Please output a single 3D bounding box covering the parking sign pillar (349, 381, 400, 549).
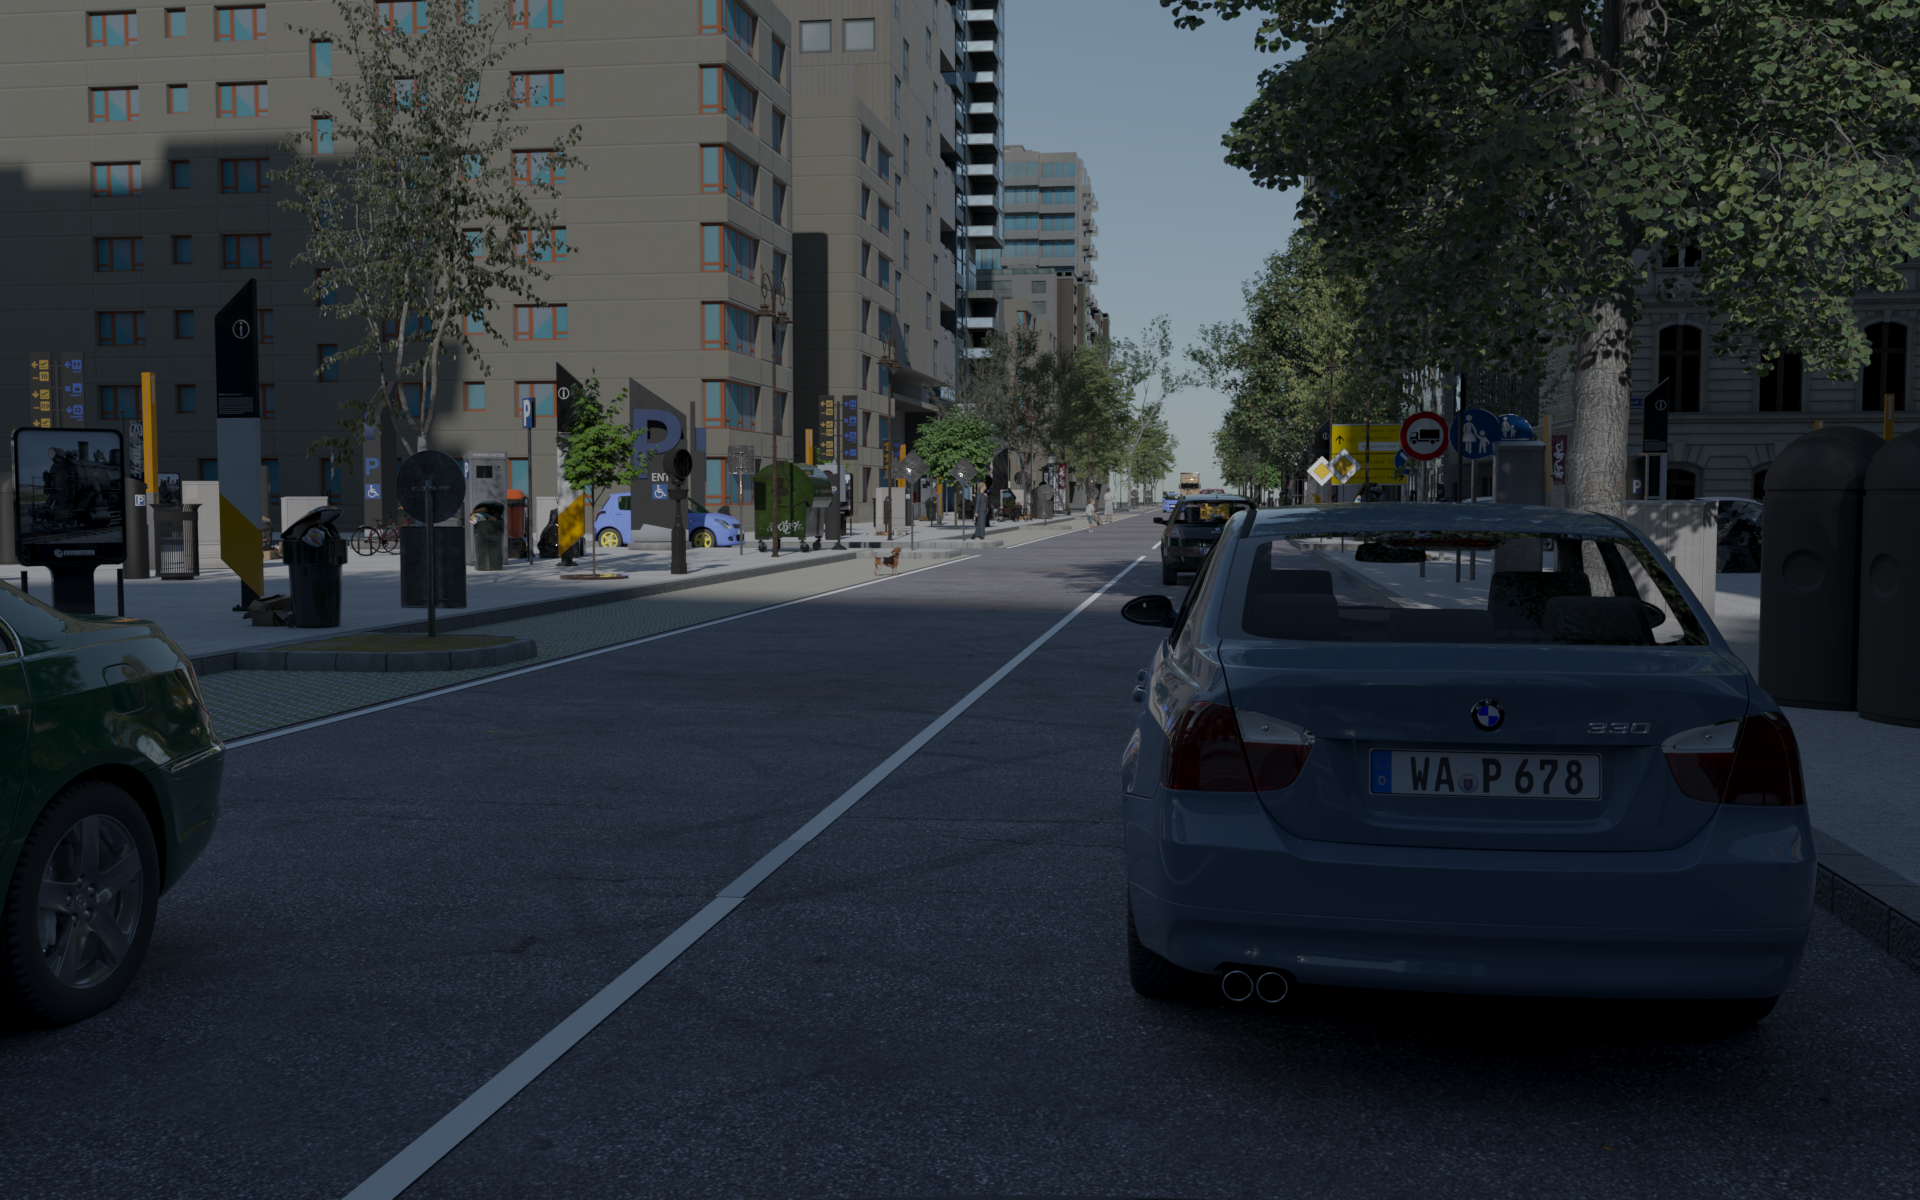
[{"bbox_3d":[-13.611,-3.192,40.666,1.447,3.967,1.447,0,4,-2],"label":"parking sign pillar"}]

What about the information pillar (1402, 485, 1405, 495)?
[{"bbox_3d":[21.993,-5.781,85.876,0.183,3.616,0.504,0,4,3],"label":"information pillar"}]

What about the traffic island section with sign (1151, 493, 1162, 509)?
[{"bbox_3d":[18.780,-10.002,172.155,1.989,1.847,2.006,1,4,8],"label":"traffic island section with sign"}]

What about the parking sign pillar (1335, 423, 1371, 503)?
[{"bbox_3d":[14.536,-4.616,63.946,1.447,3.967,1.447,1,4,14],"label":"parking sign pillar"}]

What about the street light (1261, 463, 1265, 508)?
[{"bbox_3d":[21.918,-9.358,125.794,0.468,5.910,1.993,1,4,8],"label":"street light"}]

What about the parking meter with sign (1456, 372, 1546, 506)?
[{"bbox_3d":[8.025,-1.748,24.842,1.738,3.016,0.543,1,4,10],"label":"parking meter with sign"}]

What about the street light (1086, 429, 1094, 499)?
[{"bbox_3d":[9.458,-9.206,123.307,0.468,5.910,1.993,1,4,8],"label":"street light"}]

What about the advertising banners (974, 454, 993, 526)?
[{"bbox_3d":[1.004,-4.559,70.727,0.090,3.025,2.074,2,4,24],"label":"advertising banners"}]

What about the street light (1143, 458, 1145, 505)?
[{"bbox_3d":[21.847,-14.257,205.890,0.468,5.910,1.993,1,4,8],"label":"street light"}]

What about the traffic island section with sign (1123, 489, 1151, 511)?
[{"bbox_3d":[14.662,-8.320,144.656,1.989,1.847,2.006,1,4,8],"label":"traffic island section with sign"}]

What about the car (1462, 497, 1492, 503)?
[{"bbox_3d":[12.334,-1.773,41.350,4.827,1.381,2.083,0,4,8],"label":"car"}]

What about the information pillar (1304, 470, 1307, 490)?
[{"bbox_3d":[23.788,-7.850,119.703,0.183,3.616,0.504,-2,4,-27],"label":"information pillar"}]

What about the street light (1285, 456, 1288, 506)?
[{"bbox_3d":[15.817,-6.790,83.803,0.468,5.910,1.993,1,4,8],"label":"street light"}]

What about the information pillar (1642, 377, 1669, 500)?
[{"bbox_3d":[14.003,-2.663,34.897,0.504,3.616,0.183,1,4,8],"label":"information pillar"}]

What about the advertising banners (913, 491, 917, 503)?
[{"bbox_3d":[-2.459,-5.800,91.025,2.074,3.025,0.090,1,4,18],"label":"advertising banners"}]

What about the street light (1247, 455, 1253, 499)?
[{"bbox_3d":[27.078,-11.473,160.373,0.468,5.910,1.993,1,4,8],"label":"street light"}]

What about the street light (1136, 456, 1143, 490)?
[{"bbox_3d":[19.808,-13.485,193.261,0.468,5.910,1.993,1,4,8],"label":"street light"}]

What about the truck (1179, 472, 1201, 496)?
[{"bbox_3d":[30.106,-14.549,226.787,2.839,4.237,11.283,0,4,8],"label":"truck"}]

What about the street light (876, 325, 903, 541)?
[{"bbox_3d":[-1.936,-4.580,47.669,0.468,5.910,1.993,1,4,8],"label":"street light"}]

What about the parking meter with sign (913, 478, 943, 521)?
[{"bbox_3d":[-1.530,-5.387,84.335,1.738,3.016,0.543,2,4,34],"label":"parking meter with sign"}]

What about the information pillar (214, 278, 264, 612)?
[{"bbox_3d":[-7.854,-1.685,18.902,0.504,3.616,0.183,1,4,12],"label":"information pillar"}]

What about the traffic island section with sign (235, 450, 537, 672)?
[{"bbox_3d":[-4.754,-0.378,14.812,1.989,1.847,2.006,1,4,8],"label":"traffic island section with sign"}]

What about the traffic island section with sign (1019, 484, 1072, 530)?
[{"bbox_3d":[3.468,-3.739,69.762,1.989,1.847,2.006,1,4,8],"label":"traffic island section with sign"}]

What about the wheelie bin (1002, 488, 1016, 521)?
[{"bbox_3d":[2.368,-4.649,83.921,0.693,1.594,0.980,0,4,-6],"label":"wheelie bin"}]

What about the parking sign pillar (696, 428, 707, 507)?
[{"bbox_3d":[-7.726,-3.825,51.014,1.447,3.967,1.447,-1,4,-9],"label":"parking sign pillar"}]

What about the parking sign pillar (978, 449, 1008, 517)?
[{"bbox_3d":[2.110,-6.721,98.366,1.447,3.967,1.447,-3,4,-37],"label":"parking sign pillar"}]

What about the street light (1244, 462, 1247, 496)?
[{"bbox_3d":[32.335,-13.609,195.287,0.468,5.910,1.993,1,4,8],"label":"street light"}]

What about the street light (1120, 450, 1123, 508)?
[{"bbox_3d":[14.742,-11.369,158.668,0.468,5.910,1.993,1,4,8],"label":"street light"}]

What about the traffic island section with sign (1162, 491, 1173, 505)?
[{"bbox_3d":[26.888,-13.316,226.338,1.989,1.847,2.006,1,4,8],"label":"traffic island section with sign"}]

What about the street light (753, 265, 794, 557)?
[{"bbox_3d":[-3.760,-3.810,35.079,0.468,5.910,1.993,1,4,8],"label":"street light"}]

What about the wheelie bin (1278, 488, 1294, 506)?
[{"bbox_3d":[18.080,-5.397,96.143,0.693,1.594,0.980,-3,4,-37],"label":"wheelie bin"}]

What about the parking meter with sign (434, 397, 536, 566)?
[{"bbox_3d":[-8.512,-2.125,31.008,1.738,3.016,0.543,-2,4,-30],"label":"parking meter with sign"}]

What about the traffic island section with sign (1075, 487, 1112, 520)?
[{"bbox_3d":[7.453,-5.375,96.502,1.989,1.847,2.006,1,4,8],"label":"traffic island section with sign"}]

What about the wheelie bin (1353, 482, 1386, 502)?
[{"bbox_3d":[11.117,-2.386,46.920,0.980,1.594,0.693,-3,5,-42],"label":"wheelie bin"}]

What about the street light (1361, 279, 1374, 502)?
[{"bbox_3d":[8.795,-3.947,37.328,0.468,5.910,1.993,1,4,8],"label":"street light"}]

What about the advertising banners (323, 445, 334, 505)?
[{"bbox_3d":[-20.574,-3.687,56.465,0.090,3.025,2.074,-2,4,-27],"label":"advertising banners"}]

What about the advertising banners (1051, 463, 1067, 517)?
[{"bbox_3d":[5.066,-6.234,98.112,2.074,3.025,0.090,-1,4,-9],"label":"advertising banners"}]

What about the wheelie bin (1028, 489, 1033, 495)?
[{"bbox_3d":[4.849,-6.471,113.708,0.980,1.594,0.693,-2,4,-24],"label":"wheelie bin"}]

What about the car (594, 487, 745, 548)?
[{"bbox_3d":[-7.182,-2.039,42.921,3.694,1.707,1.945,1,4,9],"label":"car"}]

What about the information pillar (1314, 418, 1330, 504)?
[{"bbox_3d":[11.192,-3.799,53.468,0.504,3.616,0.183,-1,4,-17],"label":"information pillar"}]

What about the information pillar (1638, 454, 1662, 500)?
[{"bbox_3d":[12.657,-1.672,31.824,0.304,2.012,0.304,-1,4,-11],"label":"information pillar"}]

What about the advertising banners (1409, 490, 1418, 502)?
[{"bbox_3d":[16.692,-4.142,63.909,0.090,3.025,2.074,2,4,26],"label":"advertising banners"}]

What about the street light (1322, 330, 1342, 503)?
[{"bbox_3d":[10.489,-4.659,48.968,0.468,5.910,1.993,1,4,8],"label":"street light"}]

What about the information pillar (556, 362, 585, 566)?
[{"bbox_3d":[-6.904,-2.404,30.662,0.504,3.616,0.183,1,4,10],"label":"information pillar"}]

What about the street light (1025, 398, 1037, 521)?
[{"bbox_3d":[3.427,-6.761,83.333,0.468,5.910,1.993,1,4,8],"label":"street light"}]

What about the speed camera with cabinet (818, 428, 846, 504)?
[{"bbox_3d":[-4.475,-3.534,52.117,2.038,3.252,0.660,2,4,24],"label":"speed camera with cabinet"}]

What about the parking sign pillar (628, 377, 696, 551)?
[{"bbox_3d":[-6.935,-3.145,39.899,1.447,3.967,1.447,-1,4,-13],"label":"parking sign pillar"}]

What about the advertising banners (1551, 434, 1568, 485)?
[{"bbox_3d":[18.209,-3.325,50.544,2.074,3.025,0.090,3,4,38],"label":"advertising banners"}]
